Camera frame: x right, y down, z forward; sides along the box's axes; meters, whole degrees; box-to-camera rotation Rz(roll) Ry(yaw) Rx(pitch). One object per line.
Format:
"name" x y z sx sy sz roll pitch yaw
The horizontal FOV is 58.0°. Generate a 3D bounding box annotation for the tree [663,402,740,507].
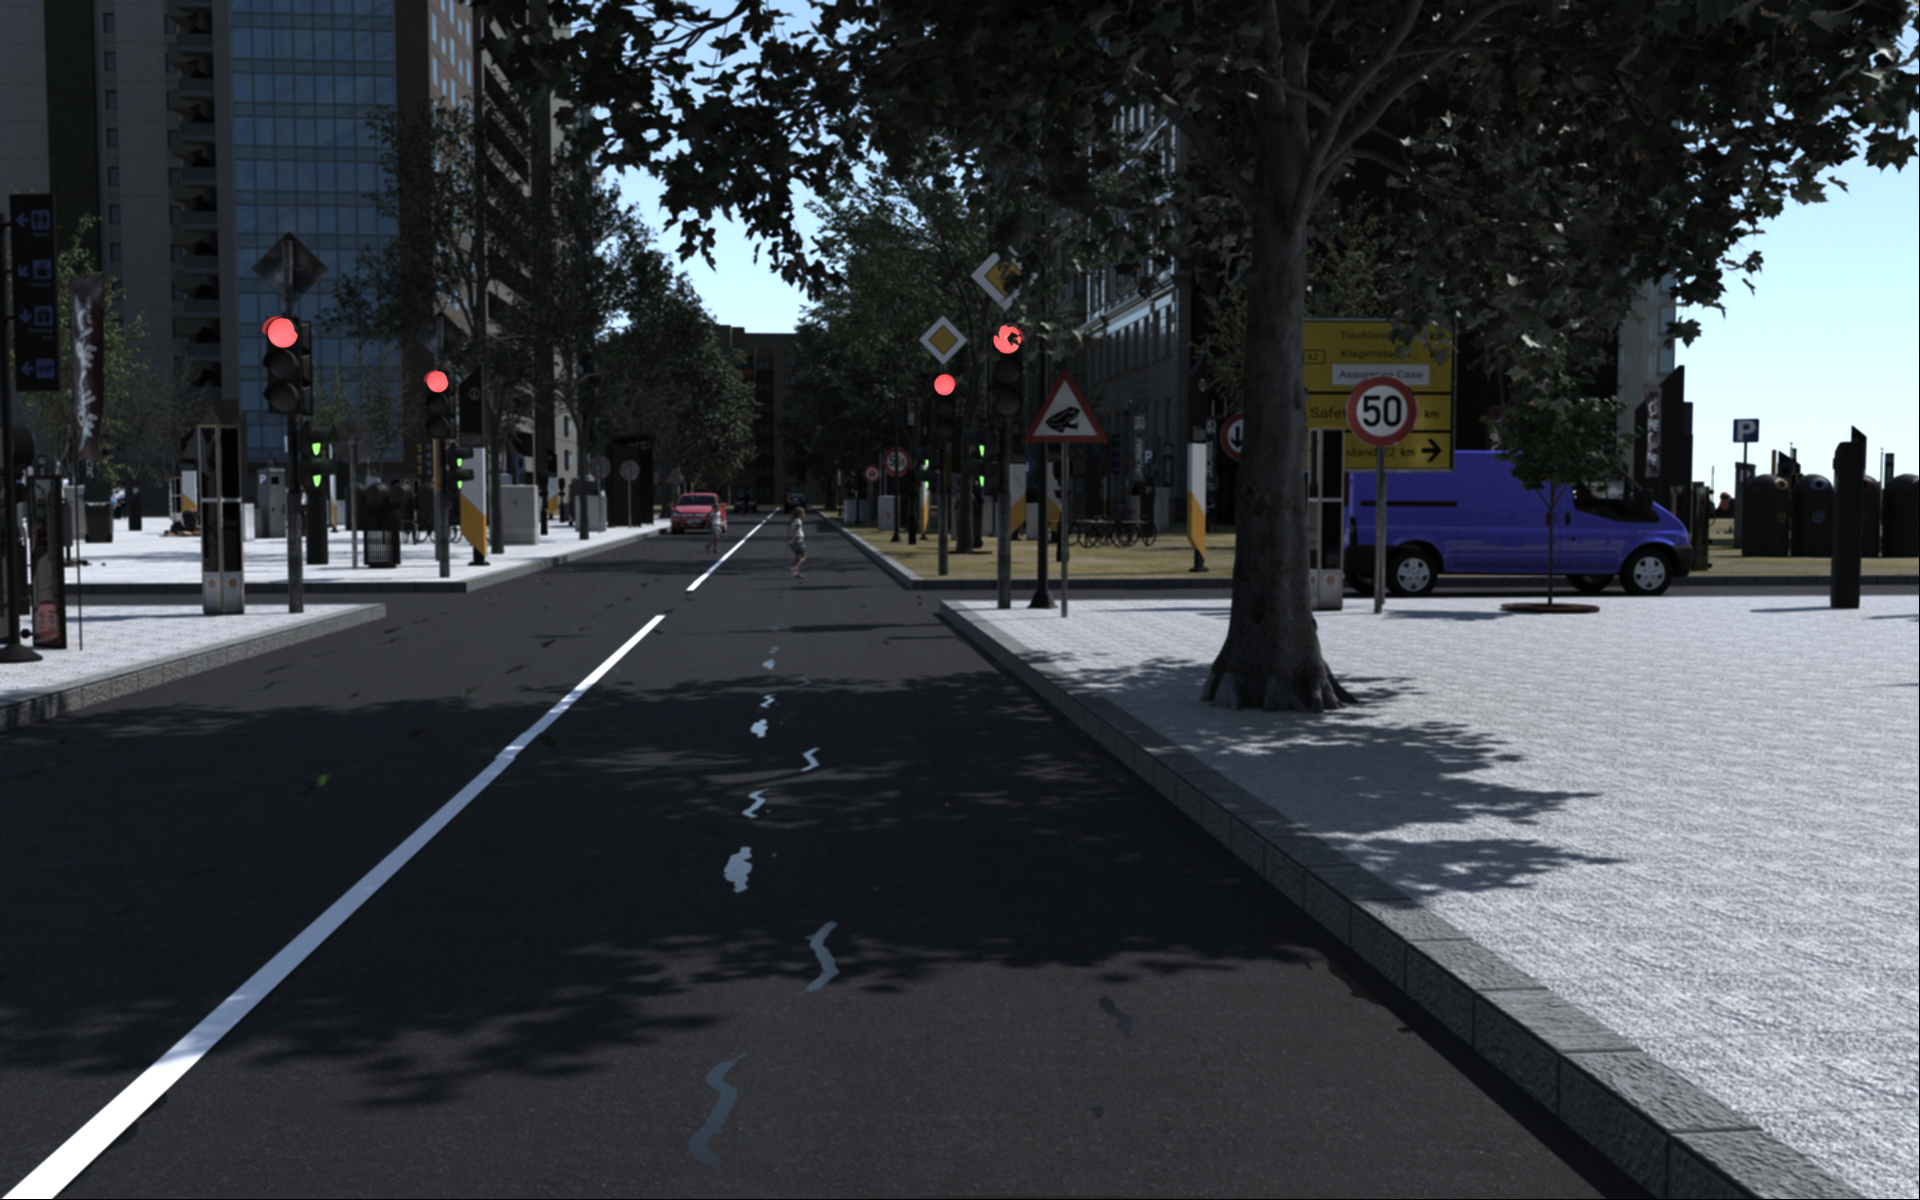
"tree" -17.689 -9.913 112.438 4.737 8.622 4.395 0 3 0

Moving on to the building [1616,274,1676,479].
"building" 48.018 -32.881 157.218 30.456 49.044 23.786 0 4 -5

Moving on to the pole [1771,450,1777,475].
"pole" 37.400 -5.247 79.633 0.158 3.312 0.155 0 3 0

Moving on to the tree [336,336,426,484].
"tree" -26.633 -7.892 79.390 4.360 8.622 3.978 0 3 0

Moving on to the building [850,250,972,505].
"building" -6.057 -26.631 207.118 14.107 30.474 14.160 0 4 -5

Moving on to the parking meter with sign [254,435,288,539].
"parking meter with sign" -20.051 -3.310 50.380 0.543 3.016 1.738 1 4 23

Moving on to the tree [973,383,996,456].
"tree" 2.124 -9.217 101.054 4.737 8.622 4.395 0 3 0

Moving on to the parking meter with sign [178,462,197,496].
"parking meter with sign" -42.286 -6.093 95.879 1.738 3.016 0.543 -1 4 -19

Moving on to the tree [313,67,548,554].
"tree" -9.854 -6.291 37.269 8.767 10.594 7.601 1 4 11

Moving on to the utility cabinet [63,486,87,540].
"utility cabinet" -24.580 -2.388 47.720 1.173 1.500 0.318 -2 4 -34

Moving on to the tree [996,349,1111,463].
"tree" 5.132 -8.273 85.620 4.737 8.622 4.395 0 3 0

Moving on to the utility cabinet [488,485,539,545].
"utility cabinet" -11.139 -2.112 43.213 1.173 1.500 0.318 0 4 6

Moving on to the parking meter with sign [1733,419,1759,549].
"parking meter with sign" 18.577 -2.730 40.897 0.543 3.016 1.738 2 4 27

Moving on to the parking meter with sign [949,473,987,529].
"parking meter with sign" 0.148 -4.172 64.479 1.738 3.016 0.543 0 4 -1

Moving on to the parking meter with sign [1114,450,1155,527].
"parking meter with sign" 6.804 -4.370 67.705 1.738 3.016 0.543 -3 5 -39

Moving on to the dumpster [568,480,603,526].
"dumpster" -15.254 -3.956 70.439 1.264 1.857 1.865 0 4 -6

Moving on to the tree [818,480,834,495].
"tree" -12.978 -10.758 170.499 1.663 3.219 1.824 0 3 0

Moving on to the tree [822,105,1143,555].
"tree" 0.260 -6.797 36.892 9.928 11.665 9.643 0 3 0

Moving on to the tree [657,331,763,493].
"tree" -17.612 -12.408 120.996 7.486 12.596 7.792 0 3 0

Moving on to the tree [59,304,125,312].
"tree" -32.544 -6.983 64.530 4.360 8.622 3.978 0 3 0

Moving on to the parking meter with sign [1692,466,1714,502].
"parking meter with sign" 45.346 -6.739 106.447 1.738 3.016 0.543 1 4 23

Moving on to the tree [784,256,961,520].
"tree" -4.535 -11.046 87.252 9.857 13.997 8.962 0 3 0

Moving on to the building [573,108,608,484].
"building" -57.448 -35.884 206.309 30.456 49.044 23.786 0 4 -5

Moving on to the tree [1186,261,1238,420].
"tree" 9.372 -6.415 55.249 4.737 8.622 4.395 0 3 0

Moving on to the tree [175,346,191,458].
"tree" -37.969 -7.899 79.505 4.360 8.622 3.978 0 3 0

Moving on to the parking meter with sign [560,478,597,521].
"parking meter with sign" -17.901 -5.208 81.405 1.738 3.016 0.543 -2 4 -30

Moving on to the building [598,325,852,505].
"building" -28.139 -22.469 212.411 28.899 21.520 27.650 0 4 -5

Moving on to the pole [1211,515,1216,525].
"pole" 10.678 -4.840 72.975 0.158 3.312 0.155 0 3 0

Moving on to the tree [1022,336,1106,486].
"tree" 4.546 -7.798 77.862 4.360 8.622 3.978 0 3 0

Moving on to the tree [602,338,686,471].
"tree" -14.526 -7.937 80.131 4.360 8.622 3.978 0 3 0

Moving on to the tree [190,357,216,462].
"tree" -39.479 -8.343 86.763 4.360 8.622 3.978 0 3 0

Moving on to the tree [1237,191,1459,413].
"tree" 9.731 -5.618 42.218 4.737 8.622 4.395 0 3 0

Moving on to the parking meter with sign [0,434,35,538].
"parking meter with sign" -27.889 -3.335 50.795 1.738 3.016 0.543 2 4 28

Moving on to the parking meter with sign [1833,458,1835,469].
"parking meter with sign" 42.798 -5.307 83.025 0.543 3.016 1.738 -2 4 -33

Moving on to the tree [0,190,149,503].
"tree" -21.924 -5.610 42.080 4.737 8.622 4.395 0 3 0

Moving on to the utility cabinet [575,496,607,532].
"utility cabinet" -13.325 -3.145 62.575 1.020 1.237 0.306 1 4 11

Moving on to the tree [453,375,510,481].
"tree" -27.230 -9.050 98.337 4.737 8.622 4.395 0 3 0

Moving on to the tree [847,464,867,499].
"tree" -5.365 -6.082 94.040 1.663 3.219 1.824 0 3 0

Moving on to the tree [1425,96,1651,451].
"tree" 10.220 -4.958 31.430 4.360 8.622 3.978 0 3 0

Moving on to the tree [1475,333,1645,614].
"tree" 6.473 -1.483 18.855 1.663 3.219 1.824 0 3 0

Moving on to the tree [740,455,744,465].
"tree" -22.872 -13.522 171.444 4.737 8.622 4.395 0 3 0

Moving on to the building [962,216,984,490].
"building" 12.021 -32.171 217.872 23.993 40.220 32.217 0 4 -5

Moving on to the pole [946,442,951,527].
"pole" -0.444 -4.549 68.227 0.158 3.312 0.155 0 3 0

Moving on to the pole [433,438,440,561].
"pole" -9.983 -2.405 33.172 0.158 3.312 0.155 0 3 0

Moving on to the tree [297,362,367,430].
"tree" -35.169 -8.941 96.542 4.737 8.622 4.395 0 3 0

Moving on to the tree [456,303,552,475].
"tree" -17.716 -7.090 66.288 4.360 8.622 3.978 0 3 0

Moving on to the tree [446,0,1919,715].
"tree" 1.909 -5.698 10.168 9.611 12.733 9.660 0 3 0

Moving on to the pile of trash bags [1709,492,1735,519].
"pile of trash bags" 40.429 -5.035 92.079 1.912 1.369 3.447 1 4 14

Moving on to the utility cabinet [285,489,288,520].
"utility cabinet" -32.398 -4.570 83.398 1.173 1.500 0.318 1 4 9
